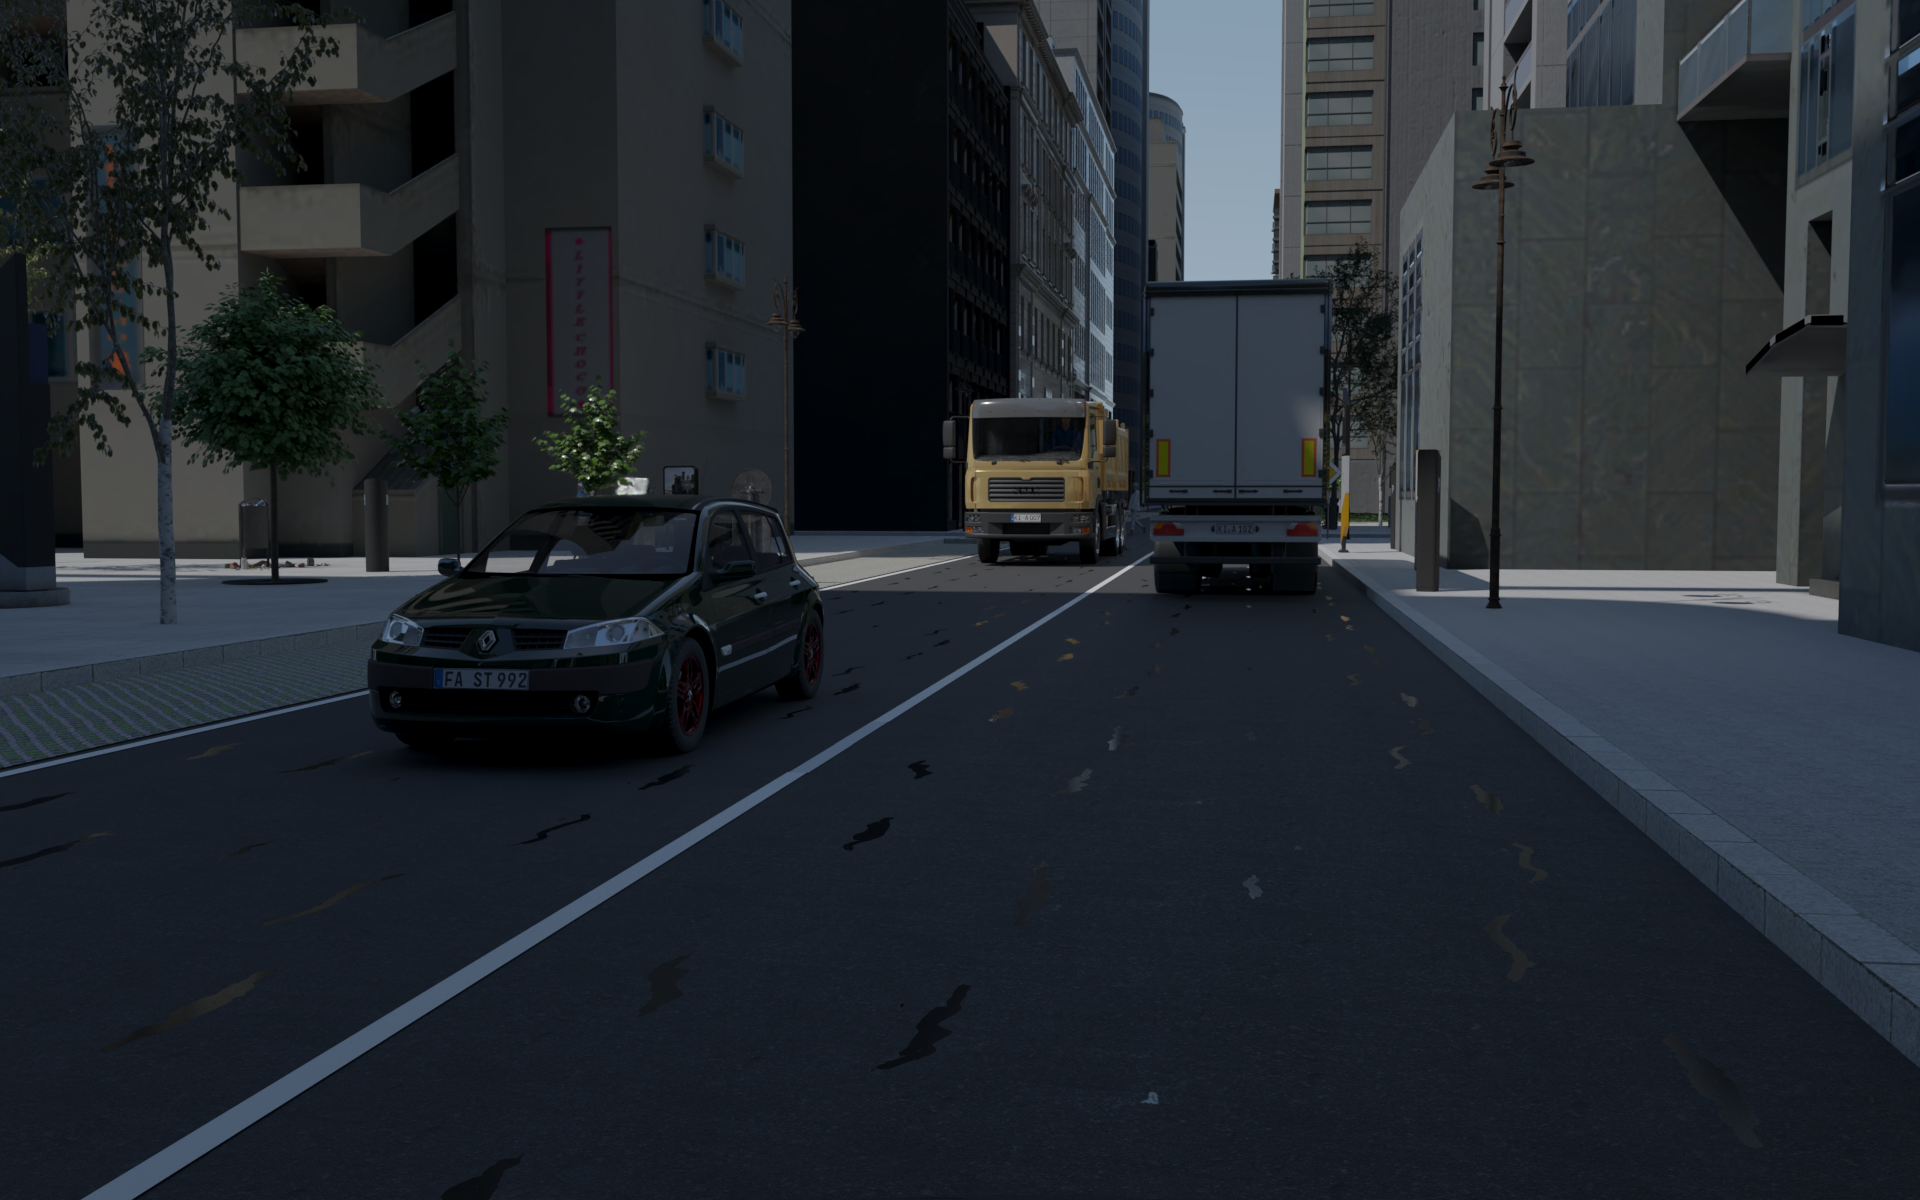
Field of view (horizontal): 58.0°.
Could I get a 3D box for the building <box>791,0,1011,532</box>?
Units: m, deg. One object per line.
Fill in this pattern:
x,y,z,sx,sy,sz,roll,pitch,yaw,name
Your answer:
-5.203,-14.528,67.217,12.332,23.373,15.834,1,4,9,building

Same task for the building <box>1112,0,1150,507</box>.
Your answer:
6.971,-38.302,168.242,21.231,58.520,28.212,1,4,9,building

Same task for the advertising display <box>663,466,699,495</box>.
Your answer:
-6.374,-2.102,39.576,0.974,1.923,0.123,2,4,33,advertising display

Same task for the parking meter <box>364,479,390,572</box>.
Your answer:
-9.618,-1.232,28.561,0.372,1.533,0.369,0,3,0,parking meter

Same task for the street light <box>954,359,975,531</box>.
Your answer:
0.160,-5.289,59.258,0.468,5.910,1.993,1,4,9,street light

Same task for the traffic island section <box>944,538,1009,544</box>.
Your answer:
0.735,-1.754,50.956,2.009,0.180,2.903,1,4,9,traffic island section

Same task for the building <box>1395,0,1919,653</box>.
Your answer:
18.502,-43.272,20.177,22.319,86.520,31.000,1,4,9,building

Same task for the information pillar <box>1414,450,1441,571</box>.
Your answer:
7.827,-1.500,29.013,0.304,2.012,0.304,3,5,41,information pillar

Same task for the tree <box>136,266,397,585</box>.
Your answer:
-9.833,-2.521,24.925,4.285,4.588,4.351,0,3,0,tree

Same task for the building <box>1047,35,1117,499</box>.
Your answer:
3.581,-20.586,114.076,11.434,29.767,29.804,1,4,9,building

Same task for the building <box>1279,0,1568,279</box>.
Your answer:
31.945,-35.029,114.719,21.231,58.520,28.212,1,4,9,building

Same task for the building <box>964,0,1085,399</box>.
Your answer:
-1.105,-17.730,87.148,12.463,27.353,25.104,1,4,9,building

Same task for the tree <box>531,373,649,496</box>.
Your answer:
-5.707,-2.024,27.690,1.663,3.219,1.824,0,3,0,tree

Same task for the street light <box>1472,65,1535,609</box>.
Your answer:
5.999,-2.843,19.279,0.468,5.910,1.993,1,4,9,street light

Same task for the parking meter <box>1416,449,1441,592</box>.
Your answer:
6.179,-1.047,22.831,0.255,1.863,0.399,1,4,23,parking meter

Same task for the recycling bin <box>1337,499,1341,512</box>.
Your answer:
17.755,-4.188,81.034,0.722,1.027,0.722,0,4,8,recycling bin

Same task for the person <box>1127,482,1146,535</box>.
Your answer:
6.238,-3.222,61.065,0.818,1.842,0.514,-1,4,-17,person

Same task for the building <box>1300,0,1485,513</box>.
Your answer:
24.303,-24.674,87.019,14.154,41.232,14.086,1,4,9,building

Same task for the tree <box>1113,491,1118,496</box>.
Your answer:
11.621,-8.305,130.395,1.663,3.219,1.824,0,3,0,tree

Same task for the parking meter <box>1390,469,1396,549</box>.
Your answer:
10.192,-2.116,40.314,0.255,1.863,0.399,0,4,0,parking meter

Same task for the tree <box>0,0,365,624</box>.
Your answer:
-8.069,-4.066,16.849,4.360,8.622,3.978,0,3,0,tree

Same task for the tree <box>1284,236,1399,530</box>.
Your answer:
13.748,-7.809,62.084,7.601,10.594,8.767,0,4,-6,tree

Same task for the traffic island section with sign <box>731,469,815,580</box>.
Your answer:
-3.311,-1.099,26.589,1.989,1.847,2.006,1,4,9,traffic island section with sign

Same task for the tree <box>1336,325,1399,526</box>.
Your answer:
17.025,-7.296,69.656,4.360,8.622,3.978,0,3,0,tree

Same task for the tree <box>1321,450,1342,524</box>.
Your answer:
15.845,-4.870,74.232,1.663,3.219,1.824,0,3,0,tree

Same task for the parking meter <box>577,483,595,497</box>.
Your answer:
-7.081,-1.501,32.947,0.372,1.533,0.369,0,3,0,parking meter

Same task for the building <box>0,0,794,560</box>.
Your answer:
-17.238,-25.672,43.442,21.600,48.544,21.300,1,4,9,building

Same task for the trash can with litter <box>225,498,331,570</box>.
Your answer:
-11.900,-1.173,30.231,1.678,1.210,2.233,3,4,38,trash can with litter

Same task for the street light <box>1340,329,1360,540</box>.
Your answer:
10.954,-4.648,48.781,0.468,5.910,1.993,1,4,9,street light

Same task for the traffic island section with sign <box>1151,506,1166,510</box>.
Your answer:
18.321,-9.072,156.958,1.989,1.847,2.006,1,4,9,traffic island section with sign

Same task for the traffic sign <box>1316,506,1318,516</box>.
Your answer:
11.775,-3.272,57.143,0.795,2.450,0.064,1,4,9,traffic sign

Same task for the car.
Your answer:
-2.096,-0.069,10.915,2.009,1.686,4.222,1,4,10,car

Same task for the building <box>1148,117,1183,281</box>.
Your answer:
18.000,-36.950,227.834,21.300,48.544,21.600,1,4,9,building

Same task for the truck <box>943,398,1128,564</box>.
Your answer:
2.012,-2.568,37.903,3.469,3.379,9.791,1,4,10,truck

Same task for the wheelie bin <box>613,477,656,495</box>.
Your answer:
-6.117,-1.505,32.508,0.980,1.594,0.693,1,4,17,wheelie bin

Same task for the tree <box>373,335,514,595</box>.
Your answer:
-6.305,-1.629,21.228,1.663,3.219,1.824,0,3,0,tree

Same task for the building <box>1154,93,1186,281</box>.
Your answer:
21.536,-43.434,252.143,21.231,58.520,28.212,1,4,9,building

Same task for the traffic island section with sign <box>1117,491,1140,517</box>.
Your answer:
10.187,-6.073,107.929,1.989,1.847,2.006,1,4,9,traffic island section with sign

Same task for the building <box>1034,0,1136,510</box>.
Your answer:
4.222,-43.141,143.612,20.563,71.187,20.611,1,4,9,building

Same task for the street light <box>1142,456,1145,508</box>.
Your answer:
17.531,-11.758,165.033,0.468,5.910,1.993,1,4,9,street light

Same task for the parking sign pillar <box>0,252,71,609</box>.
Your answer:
-11.059,-1.918,19.837,1.447,3.967,1.447,1,4,21,parking sign pillar

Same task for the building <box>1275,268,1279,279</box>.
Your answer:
47.068,-27.471,220.844,14.160,30.474,14.107,1,4,9,building

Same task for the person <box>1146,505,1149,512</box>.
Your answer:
14.650,-7.754,136.066,0.721,1.735,1.217,0,4,5,person

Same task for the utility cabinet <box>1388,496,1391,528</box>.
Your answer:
16.962,-3.391,66.610,1.020,1.237,0.306,-1,4,-22,utility cabinet

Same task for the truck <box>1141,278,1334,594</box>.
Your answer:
4.528,-2.404,28.226,2.839,4.237,11.283,1,4,9,truck

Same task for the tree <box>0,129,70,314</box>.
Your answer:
-17.238,-4.771,28.373,4.737,8.622,4.395,0,3,0,tree

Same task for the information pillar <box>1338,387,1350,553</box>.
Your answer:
8.402,-2.838,37.761,0.183,3.616,0.504,0,4,3,information pillar

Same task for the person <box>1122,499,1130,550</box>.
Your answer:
4.157,-1.918,44.134,0.394,1.301,0.425,-1,4,-17,person

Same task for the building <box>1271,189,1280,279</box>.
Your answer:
54.551,-35.894,241.483,22.147,44.769,28.867,1,4,9,building

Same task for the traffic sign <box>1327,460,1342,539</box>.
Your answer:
10.468,-2.790,49.265,0.795,2.450,0.064,1,4,9,traffic sign

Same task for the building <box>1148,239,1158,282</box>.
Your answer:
14.233,-25.578,189.908,14.160,30.474,14.107,1,4,9,building

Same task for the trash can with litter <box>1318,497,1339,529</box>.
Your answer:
13.473,-3.179,63.370,0.624,1.170,1.055,0,4,-7,trash can with litter

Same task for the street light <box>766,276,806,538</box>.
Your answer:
-3.685,-3.916,36.808,0.468,5.910,1.993,1,4,9,street light
